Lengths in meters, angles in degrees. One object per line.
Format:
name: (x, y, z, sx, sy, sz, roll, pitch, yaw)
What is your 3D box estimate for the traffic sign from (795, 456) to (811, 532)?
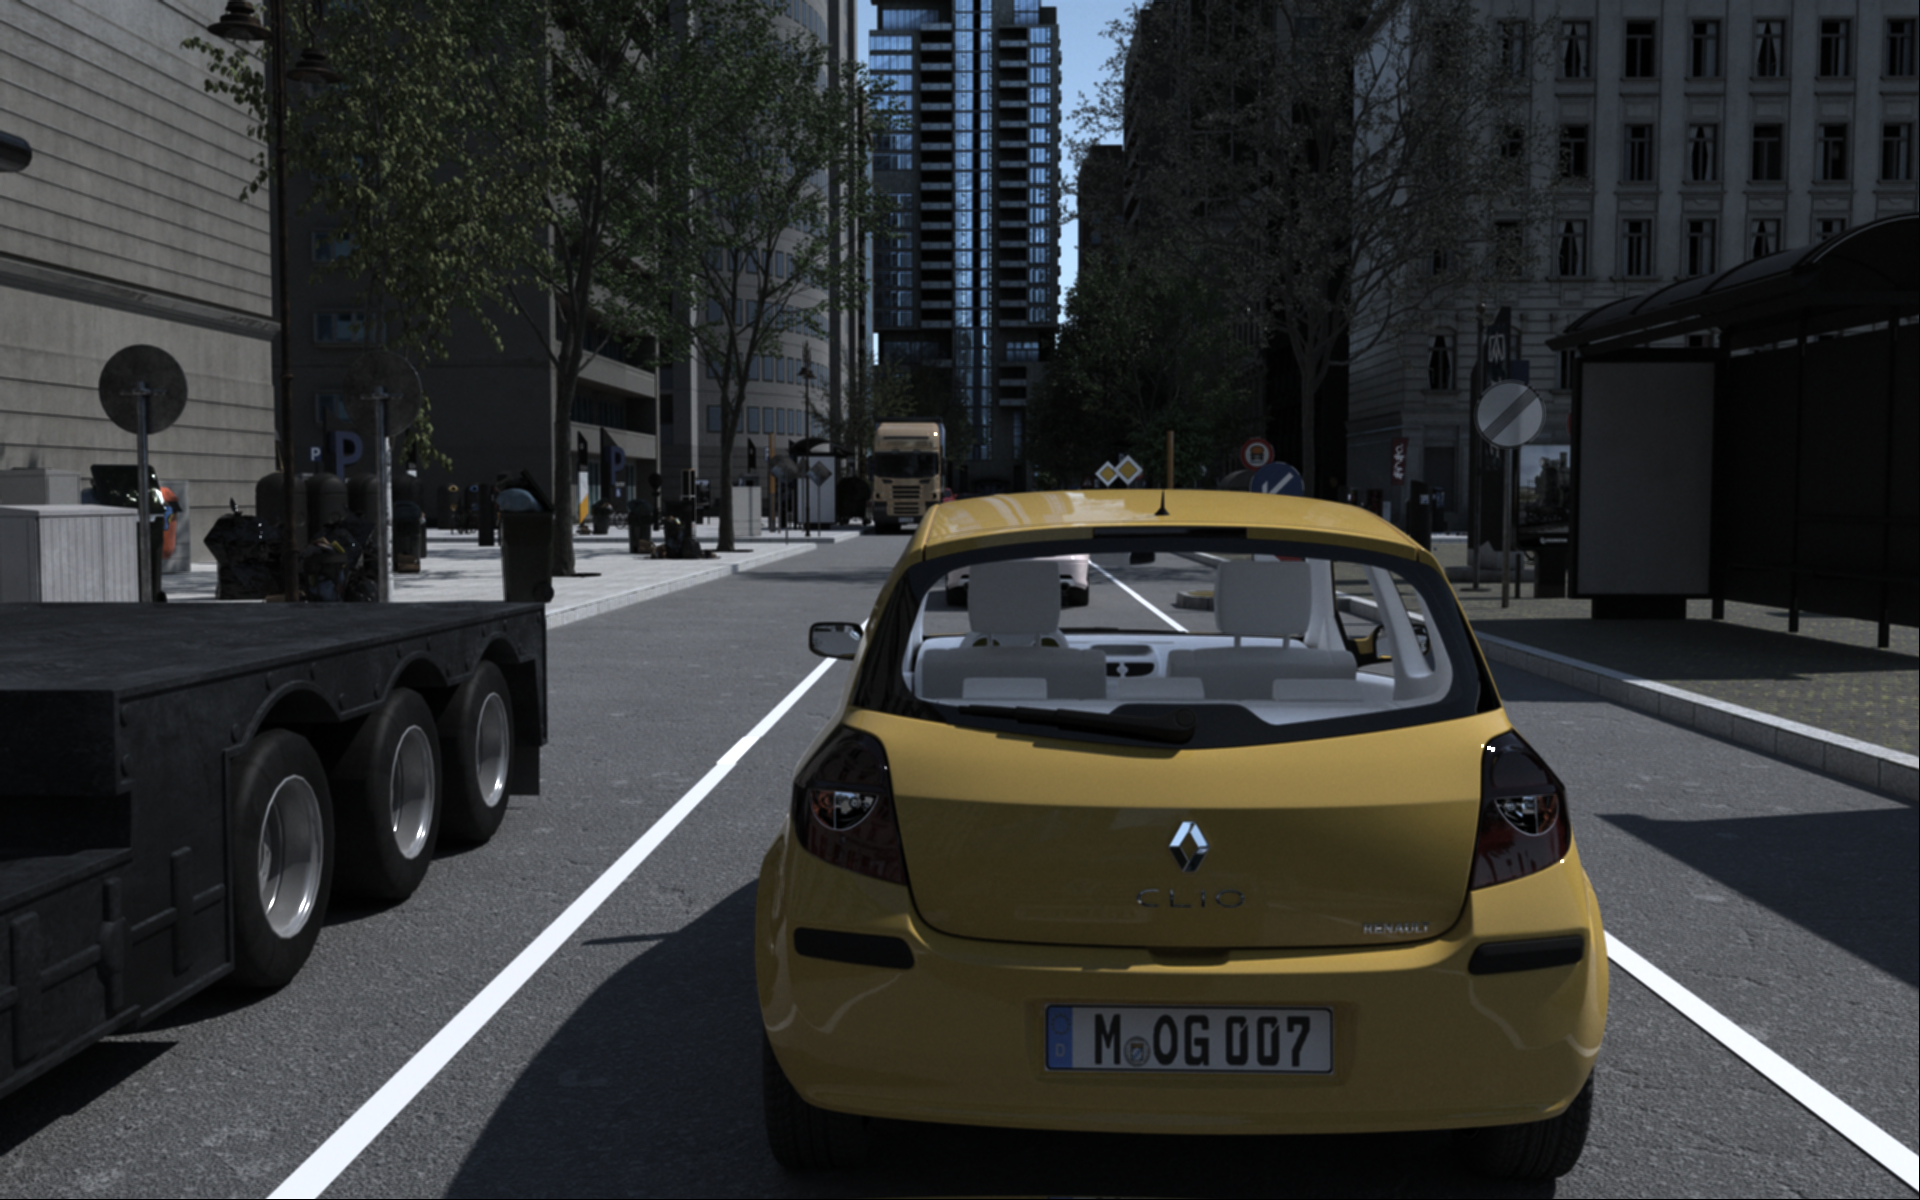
traffic sign: (-5.325, -3.596, 58.793, 0.884, 2.594, 0.081, 1, 4, 9)

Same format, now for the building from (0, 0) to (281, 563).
building: (-35.714, -15.358, 27.521, 44.131, 29.872, 17.030, 0, 4, 1)

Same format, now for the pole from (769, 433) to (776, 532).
pole: (-6.307, -3.936, 58.201, 0.158, 3.312, 0.155, 0, 3, 0)

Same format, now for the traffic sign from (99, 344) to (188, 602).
traffic sign: (-6.963, -0.897, 14.775, 0.768, 2.556, 0.104, 0, 4, 2)

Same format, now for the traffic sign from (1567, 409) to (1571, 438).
traffic sign: (7.997, -1.324, 21.755, 0.768, 2.556, 0.104, 1, 4, 11)

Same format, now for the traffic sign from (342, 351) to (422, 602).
traffic sign: (-5.148, -0.936, 15.413, 0.768, 2.556, 0.104, 1, 4, 11)

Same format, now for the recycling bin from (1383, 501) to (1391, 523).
recycling bin: (14.320, -2.850, 59.145, 0.722, 1.027, 0.722, 1, 4, 11)

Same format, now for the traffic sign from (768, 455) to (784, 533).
traffic sign: (-5.898, -3.446, 56.443, 0.768, 2.556, 0.104, 1, 4, 11)

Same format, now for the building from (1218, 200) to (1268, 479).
building: (20.753, -14.283, 98.159, 10.561, 19.102, 19.286, 0, 4, 1)

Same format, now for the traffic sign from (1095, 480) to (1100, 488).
traffic sign: (9.540, -7.155, 119.106, 0.606, 2.300, 0.079, 0, 4, 2)

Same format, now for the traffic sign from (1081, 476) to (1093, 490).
traffic sign: (9.074, -7.574, 123.833, 0.884, 2.594, 0.081, 0, 4, 4)

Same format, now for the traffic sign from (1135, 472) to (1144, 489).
traffic sign: (6.357, -3.810, 62.395, 0.768, 2.556, 0.104, 1, 4, 10)

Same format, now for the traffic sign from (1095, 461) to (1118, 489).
traffic sign: (4.413, -2.944, 51.776, 0.795, 2.450, 0.064, 0, 4, 1)

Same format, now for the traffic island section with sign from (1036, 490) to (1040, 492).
traffic island section with sign: (5.566, -5.806, 103.555, 1.989, 1.847, 2.006, 0, 4, 1)

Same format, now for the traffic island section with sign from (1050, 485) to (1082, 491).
traffic island section with sign: (4.973, -4.158, 76.607, 1.989, 1.847, 2.006, 0, 4, 1)

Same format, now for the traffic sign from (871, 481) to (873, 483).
traffic sign: (-5.216, -6.389, 104.471, 0.884, 2.594, 0.081, 0, 4, 8)

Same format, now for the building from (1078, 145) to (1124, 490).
building: (22.655, -35.170, 225.141, 14.200, 45.320, 14.600, 0, 4, 1)

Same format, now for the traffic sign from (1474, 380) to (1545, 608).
traffic sign: (6.151, -1.183, 19.455, 0.768, 2.556, 0.104, 0, 4, 8)

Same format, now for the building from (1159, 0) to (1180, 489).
building: (26.720, -43.265, 145.636, 20.563, 71.187, 20.611, 0, 4, 1)

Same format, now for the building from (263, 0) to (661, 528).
building: (-25.787, -27.577, 74.581, 21.300, 48.544, 21.600, 0, 4, 1)

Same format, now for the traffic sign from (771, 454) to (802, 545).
traffic sign: (-4.402, -2.468, 44.000, 0.795, 2.450, 0.064, 0, 4, 1)

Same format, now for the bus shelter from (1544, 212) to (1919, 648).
bus shelter: (6.999, -1.302, 15.207, 2.014, 3.302, 5.546, 0, 4, 1)

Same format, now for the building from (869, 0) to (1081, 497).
building: (0.148, -56.007, 228.390, 31.000, 86.520, 22.319, 0, 4, 1)

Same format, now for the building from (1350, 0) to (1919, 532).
building: (24.008, -13.074, 62.917, 18.267, 20.994, 9.793, 0, 4, 1)

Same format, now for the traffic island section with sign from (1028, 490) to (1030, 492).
traffic island section with sign: (7.246, -10.545, 181.045, 1.989, 1.847, 2.006, 0, 4, 1)

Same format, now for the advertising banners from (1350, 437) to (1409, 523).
advertising banners: (12.870, -3.525, 53.818, 2.074, 3.025, 0.090, 1, 4, 22)

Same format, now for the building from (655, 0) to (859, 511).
building: (-21.372, -38.154, 165.809, 21.231, 58.520, 28.212, 0, 4, 1)

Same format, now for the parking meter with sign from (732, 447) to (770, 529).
parking meter with sign: (-7.761, -4.116, 63.552, 1.738, 3.016, 0.543, -2, 4, -32)

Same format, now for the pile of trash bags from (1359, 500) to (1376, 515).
pile of trash bags: (27.981, -6.891, 122.414, 3.447, 1.369, 1.912, 2, 4, 25)

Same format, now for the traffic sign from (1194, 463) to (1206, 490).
traffic sign: (8.468, -3.804, 62.308, 0.768, 2.556, 0.104, 0, 4, 2)

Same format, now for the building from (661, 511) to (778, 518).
building: (-18.829, -34.555, 106.979, 21.231, 58.520, 28.212, 0, 4, 1)

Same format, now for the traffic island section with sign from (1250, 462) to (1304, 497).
traffic island section with sign: (3.804, -0.822, 22.064, 1.989, 1.847, 2.006, 0, 4, 1)

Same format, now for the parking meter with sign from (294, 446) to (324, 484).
parking meter with sign: (-23.805, -4.064, 62.715, 0.543, 3.016, 1.738, 1, 4, 16)

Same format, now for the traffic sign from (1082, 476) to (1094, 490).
traffic sign: (8.943, -7.426, 121.424, 0.884, 2.594, 0.081, 0, 4, 3)

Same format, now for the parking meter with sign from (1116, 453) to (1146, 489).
parking meter with sign: (7.460, -4.684, 72.849, 1.738, 3.016, 0.543, 3, 4, 37)

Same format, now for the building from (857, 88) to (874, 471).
building: (-16.966, -32.860, 187.378, 14.200, 45.320, 14.600, 0, 4, 1)

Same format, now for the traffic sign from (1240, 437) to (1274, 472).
traffic sign: (6.691, -2.385, 39.102, 0.768, 2.556, 0.104, 0, 4, 2)

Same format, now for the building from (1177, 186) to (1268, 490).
building: (20.223, -16.411, 117.479, 9.793, 20.994, 18.267, 0, 4, 1)

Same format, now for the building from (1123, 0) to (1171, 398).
building: (27.215, -33.286, 167.924, 21.300, 48.544, 21.600, 0, 4, 1)

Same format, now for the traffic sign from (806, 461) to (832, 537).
traffic sign: (-4.229, -2.957, 51.983, 0.795, 2.450, 0.064, 0, 4, 1)

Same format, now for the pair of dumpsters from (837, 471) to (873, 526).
pair of dumpsters: (-4.353, -4.261, 72.156, 1.574, 2.255, 4.437, 0, 4, 1)

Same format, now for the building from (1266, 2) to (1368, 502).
building: (21.671, -15.339, 80.478, 12.332, 23.373, 15.834, 0, 4, 1)

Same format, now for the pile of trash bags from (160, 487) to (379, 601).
pile of trash bags: (-8.891, -0.736, 21.788, 3.447, 1.369, 1.912, 1, 4, 11)

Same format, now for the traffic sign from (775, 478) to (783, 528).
traffic sign: (-6.734, -3.863, 65.296, 0.606, 2.300, 0.079, 0, 4, 4)

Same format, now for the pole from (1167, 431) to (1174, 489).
pole: (6.784, -3.794, 55.875, 0.158, 3.312, 0.155, 0, 3, 0)

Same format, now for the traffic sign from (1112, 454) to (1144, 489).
traffic sign: (4.240, -2.456, 43.793, 0.795, 2.450, 0.064, 0, 4, 1)
